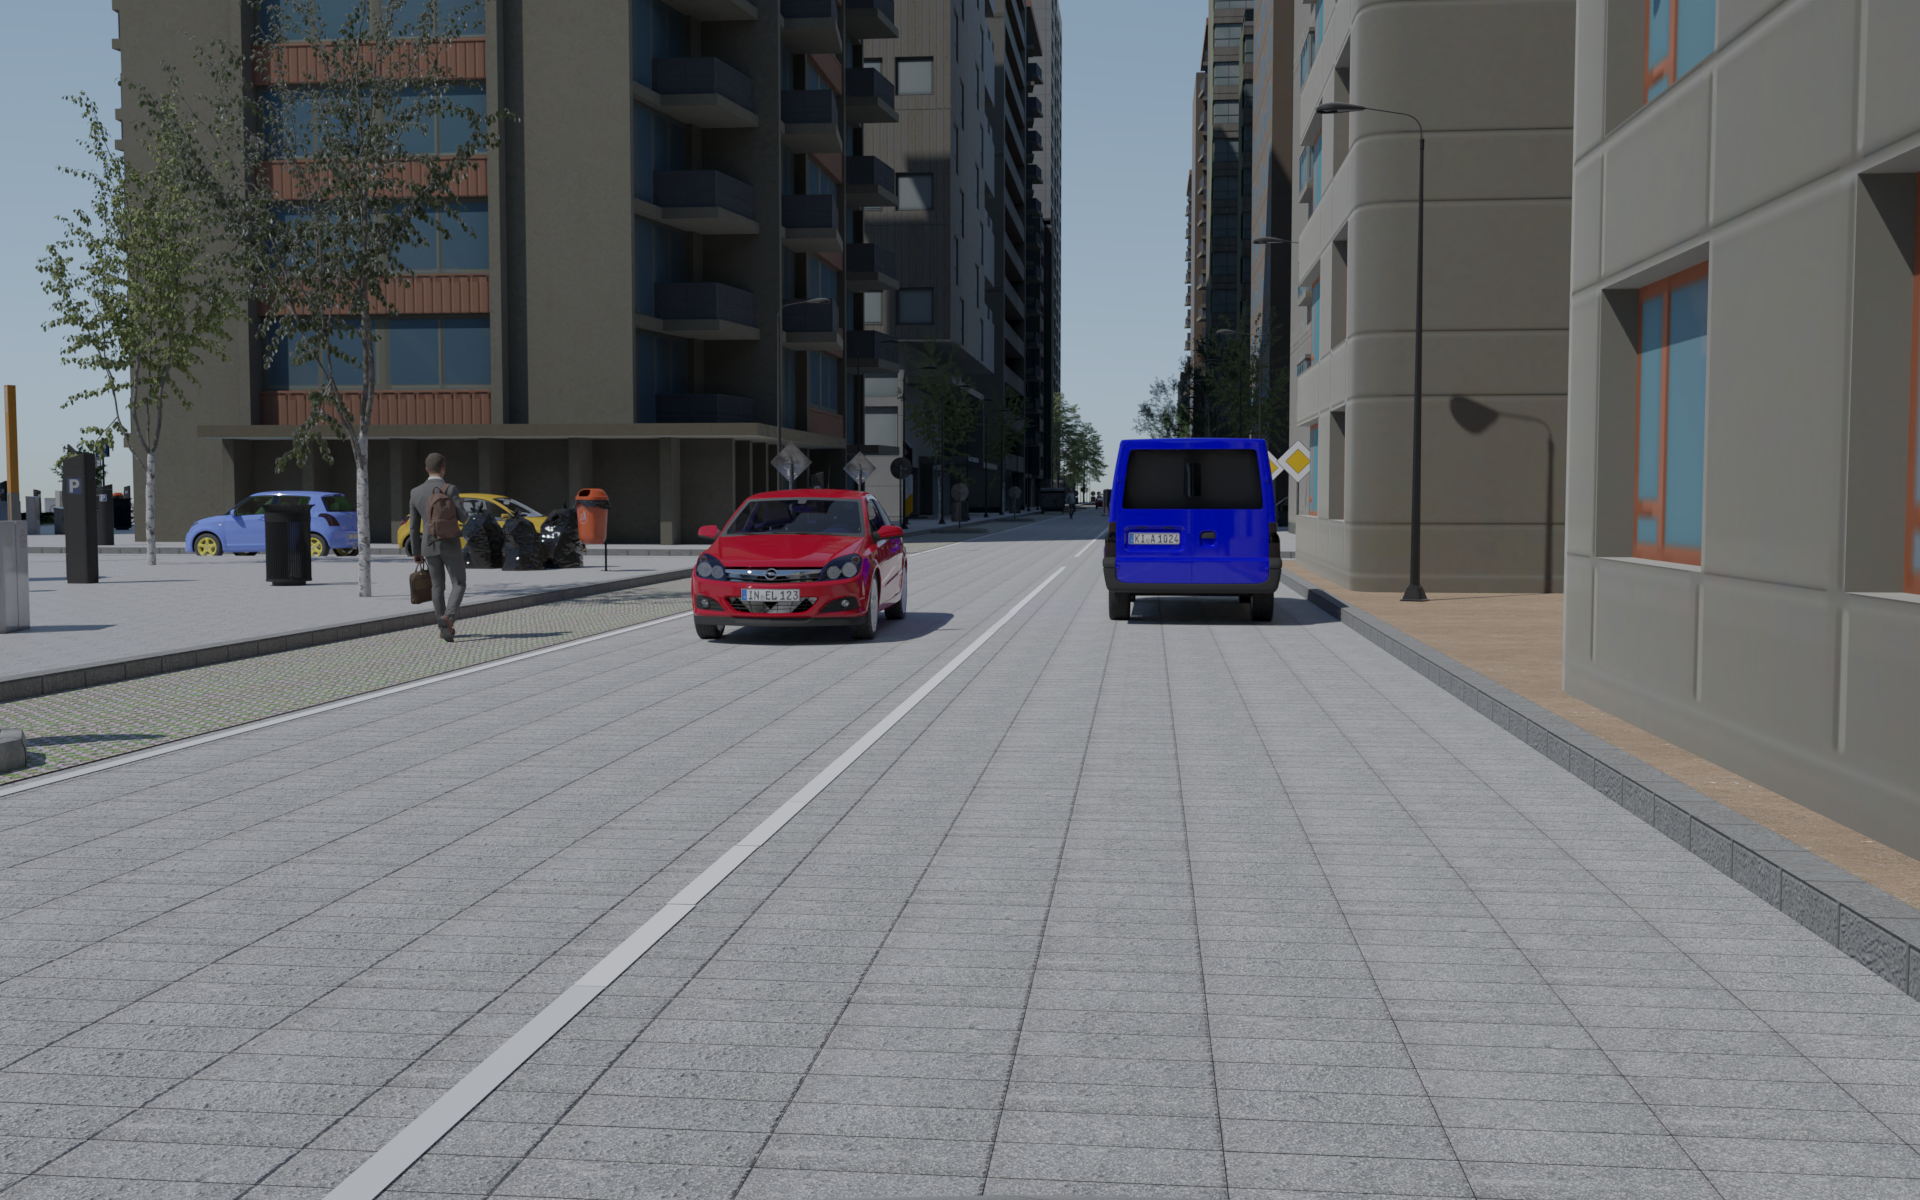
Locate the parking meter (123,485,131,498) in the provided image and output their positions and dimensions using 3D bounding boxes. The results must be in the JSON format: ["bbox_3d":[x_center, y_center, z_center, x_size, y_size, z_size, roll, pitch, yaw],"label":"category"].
[{"bbox_3d":[-56.369,-6.821,117.230,0.399,1.863,0.255,0,4,-2],"label":"parking meter"}]

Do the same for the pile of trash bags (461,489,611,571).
[{"bbox_3d":[-7.103,-1.211,29.558,3.447,1.369,1.912,3,5,41],"label":"pile of trash bags"}]

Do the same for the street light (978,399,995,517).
[{"bbox_3d":[0.901,-6.836,84.314,1.470,5.913,1.316,0,4,6],"label":"street light"}]

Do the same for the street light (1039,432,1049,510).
[{"bbox_3d":[5.654,-9.549,128.672,1.470,5.913,1.316,0,4,6],"label":"street light"}]

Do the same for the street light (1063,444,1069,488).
[{"bbox_3d":[9.186,-11.580,161.868,1.470,5.913,1.316,0,4,6],"label":"street light"}]

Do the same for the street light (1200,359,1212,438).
[{"bbox_3d":[9.118,-5.332,59.725,1.470,5.913,1.316,0,4,6],"label":"street light"}]

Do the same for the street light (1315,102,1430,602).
[{"bbox_3d":[4.914,-2.942,20.651,1.470,5.913,1.316,0,4,6],"label":"street light"}]

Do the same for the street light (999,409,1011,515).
[{"bbox_3d":[1.974,-7.491,95.012,1.470,5.913,1.316,0,4,6],"label":"street light"}]

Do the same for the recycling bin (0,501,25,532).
[{"bbox_3d":[-34.565,-3.072,62.777,0.722,1.027,0.722,0,4,0],"label":"recycling bin"}]

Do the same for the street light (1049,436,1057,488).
[{"bbox_3d":[6.801,-10.203,139.362,1.470,5.913,1.316,0,4,6],"label":"street light"}]

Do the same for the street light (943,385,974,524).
[{"bbox_3d":[-0.226,-6.182,73.621,1.470,5.913,1.316,0,4,6],"label":"street light"}]

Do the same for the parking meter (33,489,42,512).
[{"bbox_3d":[-48.261,-5.027,90.607,0.372,1.533,0.369,0,3,0],"label":"parking meter"}]

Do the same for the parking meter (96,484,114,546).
[{"bbox_3d":[-21.358,-2.132,43.276,0.372,1.533,0.369,0,3,0],"label":"parking meter"}]

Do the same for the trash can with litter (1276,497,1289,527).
[{"bbox_3d":[12.395,-3.437,67.584,1.055,1.170,0.624,0,4,2],"label":"trash can with litter"}]

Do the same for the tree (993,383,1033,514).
[{"bbox_3d":[2.606,-9.932,112.756,4.737,8.622,4.395,0,3,0],"label":"tree"}]

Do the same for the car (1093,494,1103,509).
[{"bbox_3d":[14.019,-9.716,167.892,2.155,1.783,4.494,0,4,5],"label":"car"}]

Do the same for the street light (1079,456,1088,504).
[{"bbox_3d":[14.604,-14.595,211.172,1.470,5.913,1.316,0,4,6],"label":"street light"}]

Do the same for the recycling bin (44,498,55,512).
[{"bbox_3d":[-61.186,-6.358,116.510,0.722,1.027,0.722,-2,4,-26],"label":"recycling bin"}]

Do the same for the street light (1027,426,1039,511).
[{"bbox_3d":[4.433,-8.883,117.776,1.470,5.913,1.316,0,4,6],"label":"street light"}]

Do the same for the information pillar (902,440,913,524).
[{"bbox_3d":[-2.220,-5.002,73.131,0.504,3.616,0.183,3,4,38],"label":"information pillar"}]

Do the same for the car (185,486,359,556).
[{"bbox_3d":[-14.909,-1.717,37.666,3.694,1.707,1.945,0,4,7],"label":"car"}]

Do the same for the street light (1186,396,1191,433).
[{"bbox_3d":[11.530,-6.694,81.993,1.470,5.913,1.316,0,4,6],"label":"street light"}]

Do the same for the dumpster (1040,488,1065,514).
[{"bbox_3d":[6.609,-7.043,123.367,1.865,1.857,1.264,0,4,5],"label":"dumpster"}]

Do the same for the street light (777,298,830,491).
[{"bbox_3d":[-3.773,-4.202,41.248,1.470,5.913,1.316,0,4,6],"label":"street light"}]

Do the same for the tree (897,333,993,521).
[{"bbox_3d":[-0.871,-7.836,78.488,4.737,8.622,4.395,0,3,0],"label":"tree"}]

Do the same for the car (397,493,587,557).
[{"bbox_3d":[-10.109,-1.674,37.593,3.980,1.641,2.015,0,4,6],"label":"car"}]

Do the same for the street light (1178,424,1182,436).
[{"bbox_3d":[14.920,-8.668,114.259,1.470,5.913,1.316,0,4,6],"label":"street light"}]

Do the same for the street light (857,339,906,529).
[{"bbox_3d":[-2.519,-4.873,52.216,1.470,5.913,1.316,0,4,6],"label":"street light"}]

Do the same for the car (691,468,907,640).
[{"bbox_3d":[-1.619,-0.575,18.440,2.155,1.783,4.494,0,4,4],"label":"car"}]

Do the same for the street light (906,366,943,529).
[{"bbox_3d":[-1.500,-5.529,62.944,1.470,5.913,1.316,0,4,6],"label":"street light"}]

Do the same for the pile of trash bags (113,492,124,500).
[{"bbox_3d":[-43.421,-5.055,92.408,3.447,1.369,1.912,-3,5,-44],"label":"pile of trash bags"}]

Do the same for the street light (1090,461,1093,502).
[{"bbox_3d":[16.832,-15.956,233.421,1.470,5.913,1.316,0,4,6],"label":"street light"}]

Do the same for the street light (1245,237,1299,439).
[{"bbox_3d":[5.985,-3.600,31.394,1.470,5.913,1.316,0,4,6],"label":"street light"}]

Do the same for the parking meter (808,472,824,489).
[{"bbox_3d":[-3.828,-2.463,45.975,0.399,1.863,0.255,-1,4,-18],"label":"parking meter"}]

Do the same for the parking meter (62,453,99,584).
[{"bbox_3d":[-12.620,-1.170,24.842,0.399,1.863,0.255,1,4,10],"label":"parking meter"}]

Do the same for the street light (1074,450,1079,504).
[{"bbox_3d":[11.593,-12.908,183.593,1.470,5.913,1.316,0,4,6],"label":"street light"}]

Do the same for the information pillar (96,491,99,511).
[{"bbox_3d":[-44.160,-5.135,88.443,0.304,2.012,0.304,1,4,11],"label":"information pillar"}]

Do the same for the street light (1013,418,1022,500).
[{"bbox_3d":[3.068,-8.145,105.708,1.470,5.913,1.316,0,4,6],"label":"street light"}]

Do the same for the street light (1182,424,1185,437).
[{"bbox_3d":[12.758,-7.348,92.675,1.470,5.913,1.316,0,4,6],"label":"street light"}]

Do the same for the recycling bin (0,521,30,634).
[{"bbox_3d":[-9.164,-0.218,16.113,0.722,1.027,0.722,-1,4,-10],"label":"recycling bin"}]

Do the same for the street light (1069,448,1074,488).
[{"bbox_3d":[10.402,-12.255,172.907,1.470,5.913,1.316,0,4,6],"label":"street light"}]

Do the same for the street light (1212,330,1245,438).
[{"bbox_3d":[7.948,-4.679,49.037,1.470,5.913,1.316,0,4,6],"label":"street light"}]

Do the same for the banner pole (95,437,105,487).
[{"bbox_3d":[-37.934,-5.289,76.488,0.863,3.779,0.401,2,4,33],"label":"banner pole"}]

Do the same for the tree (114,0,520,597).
[{"bbox_3d":[-7.664,-4.340,21.317,4.360,8.622,3.978,0,3,0],"label":"tree"}]

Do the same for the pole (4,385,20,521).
[{"bbox_3d":[-17.744,-2.361,32.442,0.158,3.312,0.155,0,3,0],"label":"pole"}]

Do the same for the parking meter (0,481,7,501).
[{"bbox_3d":[-49.522,-5.152,89.949,0.399,1.863,0.255,-1,4,-14],"label":"parking meter"}]

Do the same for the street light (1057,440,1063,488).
[{"bbox_3d":[7.897,-10.857,150.058,1.470,5.913,1.316,0,4,6],"label":"street light"}]

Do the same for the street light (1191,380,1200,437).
[{"bbox_3d":[10.268,-5.988,70.448,1.470,5.913,1.316,0,4,6],"label":"street light"}]
